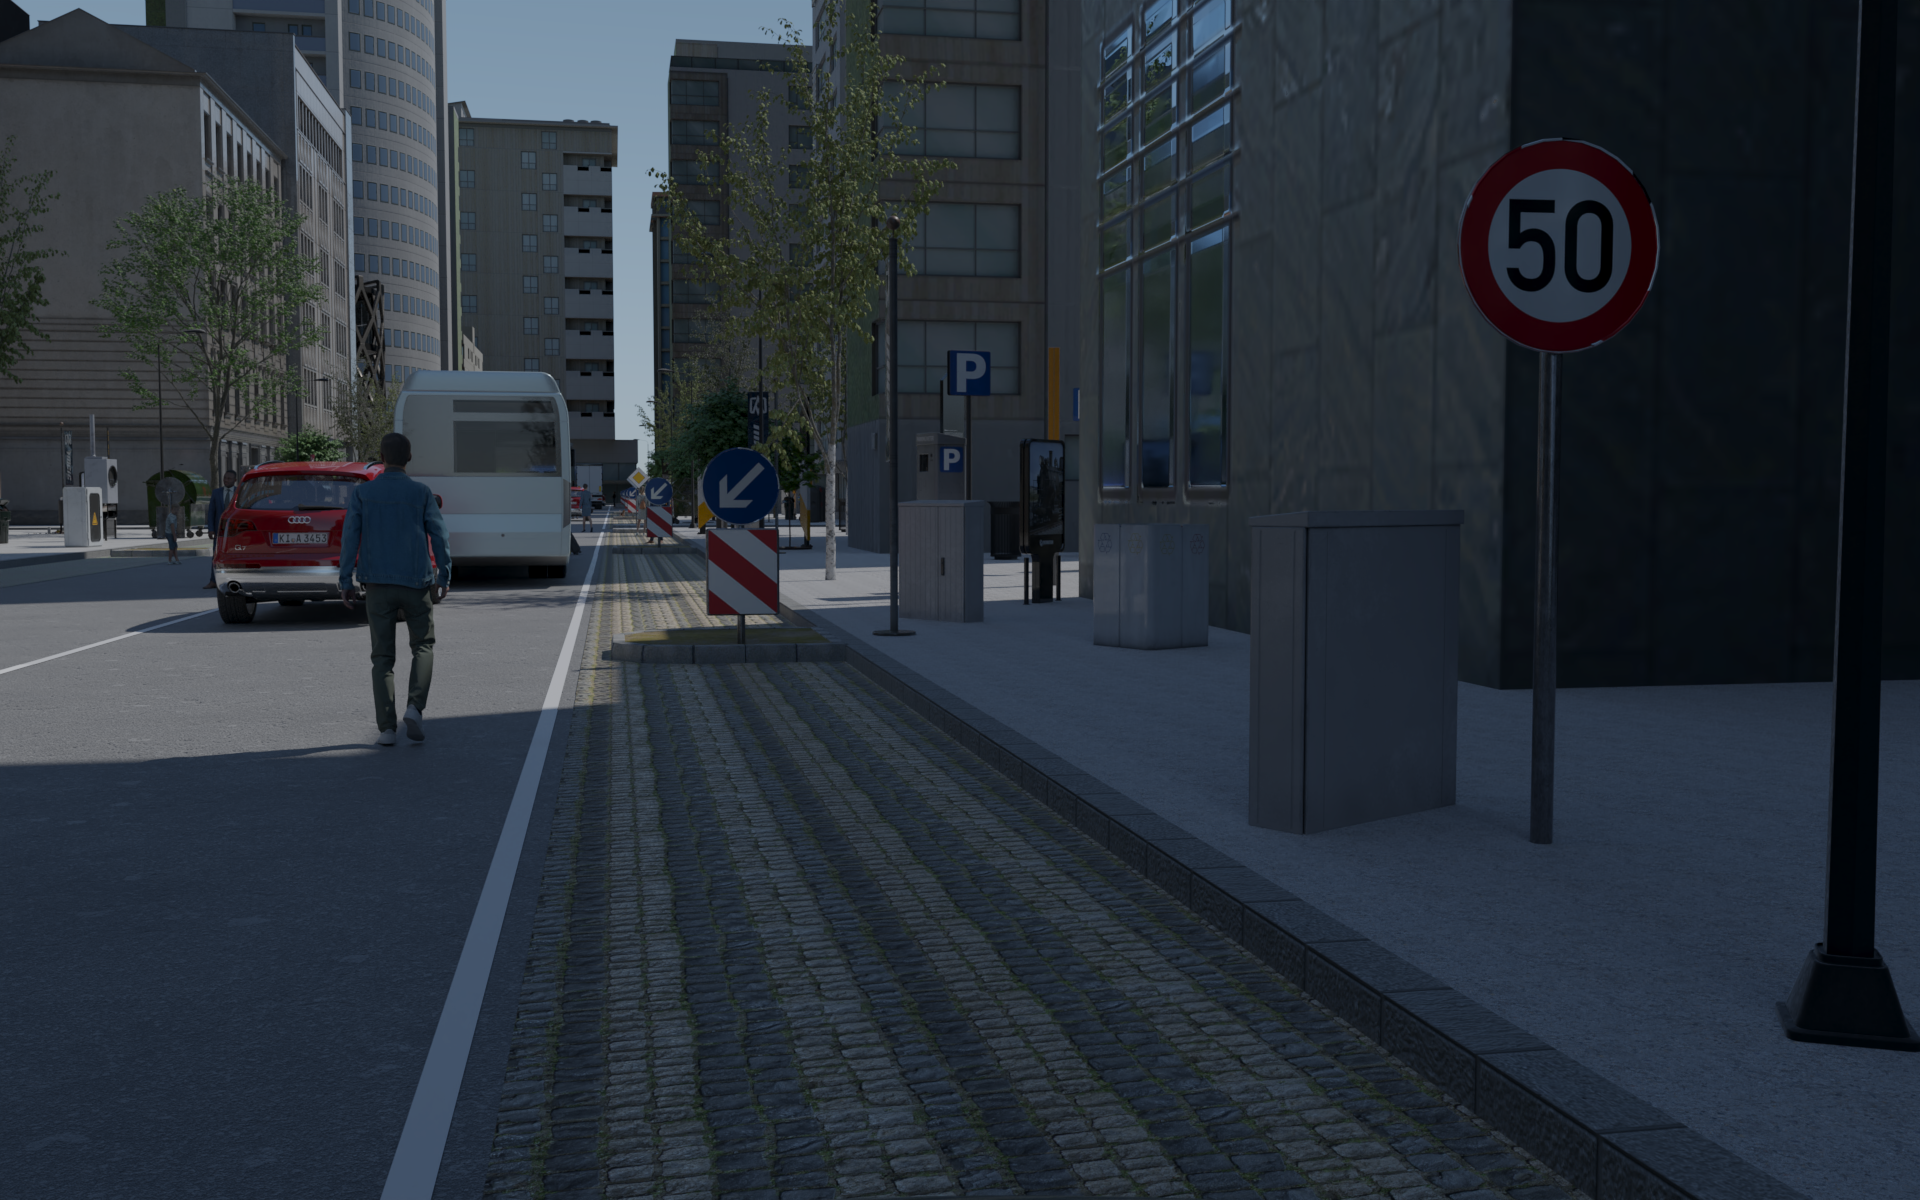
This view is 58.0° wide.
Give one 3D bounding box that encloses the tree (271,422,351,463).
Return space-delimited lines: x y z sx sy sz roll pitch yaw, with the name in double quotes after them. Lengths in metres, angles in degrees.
-29.469 -5.806 78.635 4.285 4.588 4.351 0 3 0 "tree"

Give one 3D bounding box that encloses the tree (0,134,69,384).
-20.207 -5.191 35.243 4.737 8.622 4.395 0 3 0 "tree"

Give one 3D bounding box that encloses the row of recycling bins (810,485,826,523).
-6.752 -4.404 79.117 1.069 1.692 3.534 0 4 2 "row of recycling bins"

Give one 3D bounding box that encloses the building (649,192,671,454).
-30.511 -36.060 244.209 28.867 44.769 22.147 -1 4 -11 "building"

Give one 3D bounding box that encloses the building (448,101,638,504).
-59.329 -39.923 241.975 27.495 52.752 28.713 -1 4 -11 "building"

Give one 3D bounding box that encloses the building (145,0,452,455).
-57.425 -37.399 153.468 21.231 58.520 28.212 -1 4 -11 "building"

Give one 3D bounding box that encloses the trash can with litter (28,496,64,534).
-28.758 -2.723 55.576 1.678 1.210 2.233 -3 5 -44 "trash can with litter"

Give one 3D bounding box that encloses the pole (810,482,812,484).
-7.616 -5.789 88.498 0.158 3.312 0.155 0 3 0 "pole"

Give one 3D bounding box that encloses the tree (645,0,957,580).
-2.152 -4.606 25.667 4.737 8.622 4.395 0 3 0 "tree"

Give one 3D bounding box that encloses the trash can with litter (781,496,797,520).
-8.450 -4.554 85.848 0.624 1.170 1.055 1 4 9 "trash can with litter"

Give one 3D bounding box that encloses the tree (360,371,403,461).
-34.326 -9.399 104.034 4.737 8.622 4.395 0 3 0 "tree"

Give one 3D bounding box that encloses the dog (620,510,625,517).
-19.669 -4.991 100.887 0.540 0.507 0.406 1 4 15 "dog"

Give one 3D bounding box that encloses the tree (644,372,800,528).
-6.265 -3.867 46.935 4.285 4.588 4.351 0 3 0 "tree"

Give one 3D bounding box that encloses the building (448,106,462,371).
-58.513 -30.116 175.998 14.154 41.232 14.086 -1 4 -11 "building"

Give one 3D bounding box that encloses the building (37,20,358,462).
-41.892 -17.110 97.763 12.078 24.808 19.932 -1 4 -11 "building"

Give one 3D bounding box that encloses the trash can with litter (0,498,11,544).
-24.944 -2.026 44.509 1.055 1.170 0.624 1 4 20 "trash can with litter"

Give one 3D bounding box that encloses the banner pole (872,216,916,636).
-0.636 -1.584 15.919 0.401 3.779 0.863 -1 4 -9 "banner pole"

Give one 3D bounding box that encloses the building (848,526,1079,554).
3.815 -22.045 44.029 14.154 41.232 14.086 -1 4 -11 "building"

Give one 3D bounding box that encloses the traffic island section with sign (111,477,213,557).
-18.404 -1.931 40.208 1.989 1.847 2.006 -1 4 -11 "traffic island section with sign"

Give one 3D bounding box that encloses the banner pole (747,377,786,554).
-4.175 -2.889 37.257 0.863 3.779 0.401 0 4 8 "banner pole"

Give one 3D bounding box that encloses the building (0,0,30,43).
-49.527 -14.891 73.153 15.834 23.373 12.332 -1 4 -11 "building"

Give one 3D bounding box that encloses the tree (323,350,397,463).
-30.547 -8.444 88.425 4.360 8.622 3.978 0 3 0 "tree"

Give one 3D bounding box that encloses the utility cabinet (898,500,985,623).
-0.204 -0.398 17.670 0.306 1.237 1.020 -3 5 -42 "utility cabinet"

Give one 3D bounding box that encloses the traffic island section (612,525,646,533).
-11.912 -2.580 64.466 2.009 0.180 2.903 -1 4 -11 "traffic island section"

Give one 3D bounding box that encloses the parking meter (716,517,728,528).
-7.769 -2.938 56.446 0.372 1.533 0.369 0 3 0 "parking meter"

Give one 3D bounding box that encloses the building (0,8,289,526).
-37.435 -14.078 79.327 9.793 20.994 18.267 -1 4 -11 "building"

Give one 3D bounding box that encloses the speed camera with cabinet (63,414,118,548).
-21.303 -2.943 42.449 0.660 3.252 2.038 0 4 -6 "speed camera with cabinet"

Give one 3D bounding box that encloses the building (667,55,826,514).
-12.938 -21.250 119.146 14.160 30.474 14.107 -1 4 -11 "building"

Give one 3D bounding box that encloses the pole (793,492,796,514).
-10.502 -7.088 109.735 0.158 3.312 0.155 0 3 0 "pole"

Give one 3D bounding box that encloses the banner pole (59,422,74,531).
-31.022 -4.289 60.149 0.863 3.779 0.401 2 4 33 "banner pole"

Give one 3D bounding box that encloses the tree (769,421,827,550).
-3.823 -2.784 40.122 1.663 3.219 1.824 0 3 0 "tree"

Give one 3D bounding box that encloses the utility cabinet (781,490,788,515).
-10.597 -5.913 105.358 0.318 1.500 1.173 0 4 5 "utility cabinet"

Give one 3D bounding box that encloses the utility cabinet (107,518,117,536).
-26.164 -2.670 52.327 1.173 1.500 0.318 -1 4 -19 "utility cabinet"

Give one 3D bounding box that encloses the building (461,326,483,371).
-70.405 -21.583 197.926 28.899 21.520 27.650 -1 4 -11 "building"

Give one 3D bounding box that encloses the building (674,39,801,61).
-19.328 -29.189 160.827 14.154 41.232 14.086 -1 4 -11 "building"

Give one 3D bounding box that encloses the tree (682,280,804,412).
-7.711 -6.732 60.429 4.360 8.622 3.978 0 3 0 "tree"

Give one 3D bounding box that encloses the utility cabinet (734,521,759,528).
-6.746 -2.810 54.626 0.318 1.500 1.173 -3 4 -36 "utility cabinet"

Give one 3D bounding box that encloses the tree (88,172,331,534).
-24.004 -7.951 55.758 9.928 11.665 9.643 0 3 0 "tree"

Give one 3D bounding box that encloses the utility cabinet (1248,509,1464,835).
1.582 0.260 6.914 1.020 1.237 0.306 -3 5 -41 "utility cabinet"

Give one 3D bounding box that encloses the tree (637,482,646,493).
-34.704 -11.879 188.829 1.663 3.219 1.824 0 3 0 "tree"

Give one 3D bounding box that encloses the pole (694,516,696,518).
-13.281 -5.701 87.051 0.158 3.312 0.155 0 3 0 "pole"

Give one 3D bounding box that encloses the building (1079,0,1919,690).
15.457 -42.405 5.989 22.319 86.520 31.000 -1 4 -11 "building"

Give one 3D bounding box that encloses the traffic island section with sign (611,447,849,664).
-2.113 -0.419 15.472 1.989 1.847 2.006 -1 4 -11 "traffic island section with sign"

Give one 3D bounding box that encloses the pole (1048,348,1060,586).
1.311 -1.860 24.249 0.158 3.312 0.155 0 3 0 "pole"

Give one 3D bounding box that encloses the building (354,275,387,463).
-47.722 -15.245 116.700 16.820 18.784 16.811 -1 4 -11 "building"
